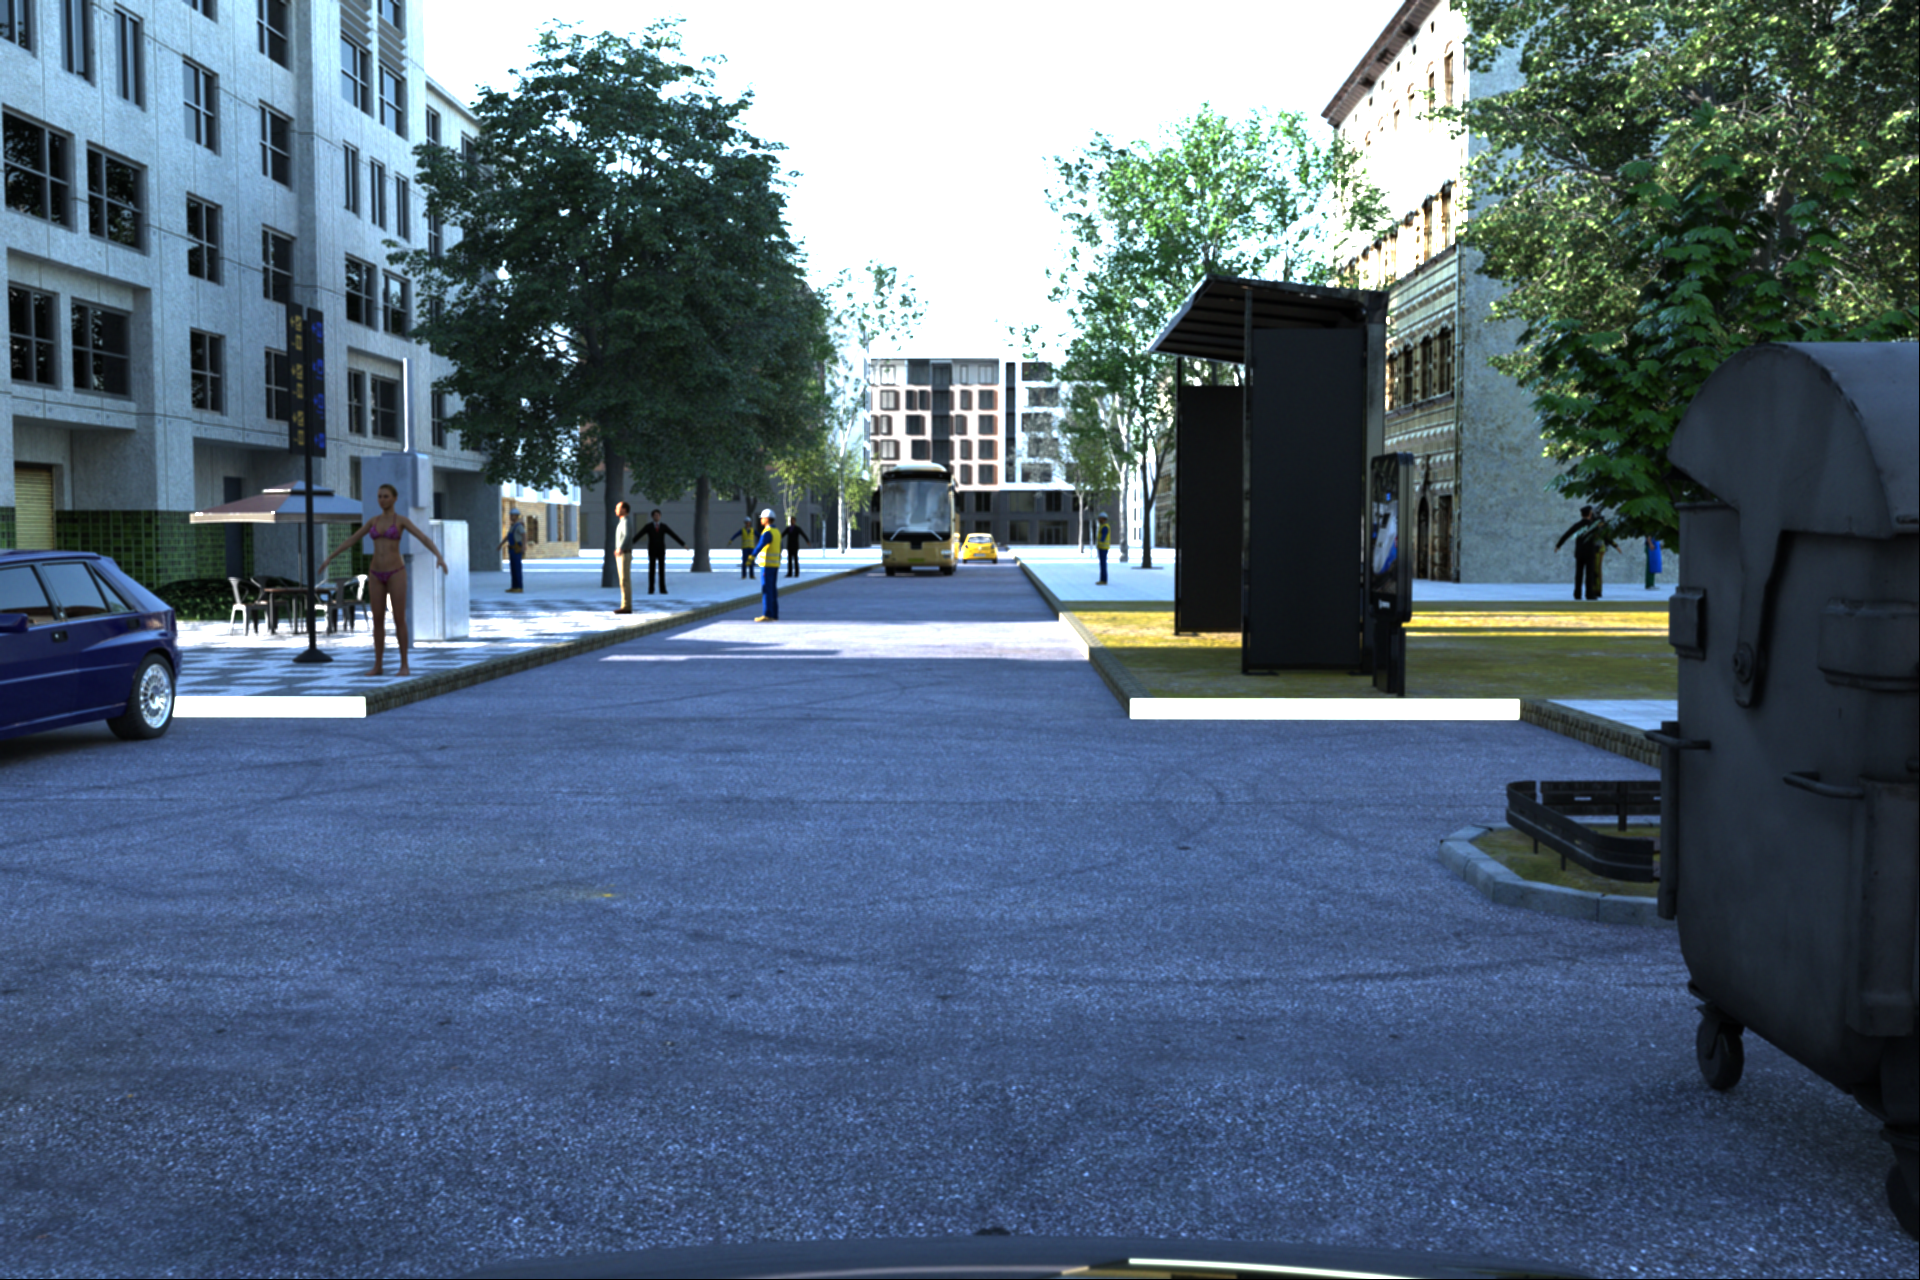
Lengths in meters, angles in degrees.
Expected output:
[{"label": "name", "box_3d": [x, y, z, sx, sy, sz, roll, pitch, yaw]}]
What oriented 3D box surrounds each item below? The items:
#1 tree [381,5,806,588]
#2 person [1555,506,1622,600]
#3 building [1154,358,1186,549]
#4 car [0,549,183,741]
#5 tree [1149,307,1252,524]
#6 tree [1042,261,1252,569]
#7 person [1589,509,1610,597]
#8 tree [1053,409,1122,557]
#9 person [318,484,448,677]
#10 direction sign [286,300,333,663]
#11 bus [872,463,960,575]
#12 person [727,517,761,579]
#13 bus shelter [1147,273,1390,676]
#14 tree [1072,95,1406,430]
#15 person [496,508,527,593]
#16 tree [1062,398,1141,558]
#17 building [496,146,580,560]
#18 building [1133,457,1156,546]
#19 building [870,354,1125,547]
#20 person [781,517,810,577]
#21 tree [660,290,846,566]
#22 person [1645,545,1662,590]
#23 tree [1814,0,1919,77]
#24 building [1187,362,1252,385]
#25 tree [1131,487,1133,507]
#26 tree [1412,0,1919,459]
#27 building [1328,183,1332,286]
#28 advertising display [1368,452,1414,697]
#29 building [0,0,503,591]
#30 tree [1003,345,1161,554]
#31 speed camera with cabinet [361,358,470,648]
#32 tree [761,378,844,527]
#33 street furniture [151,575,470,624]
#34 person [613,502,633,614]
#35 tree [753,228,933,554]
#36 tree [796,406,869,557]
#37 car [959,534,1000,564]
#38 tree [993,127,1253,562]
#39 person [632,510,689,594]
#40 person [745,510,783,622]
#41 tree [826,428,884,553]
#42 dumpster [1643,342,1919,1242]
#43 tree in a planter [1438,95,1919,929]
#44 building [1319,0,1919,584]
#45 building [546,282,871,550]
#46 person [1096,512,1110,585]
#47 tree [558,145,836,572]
[{"label": "tree", "box_3d": [-8.452, -8.247, 41.492, 9.857, 13.997, 8.962, 0, 3, 0]}, {"label": "person", "box_3d": [12.200, -1.702, 33.760, 1.347, 1.837, 0.705, 3, 5, 44]}, {"label": "building", "box_3d": [28.192, -20.165, 160.626, 19.493, 23.208, 18.063, 0, 4, 2]}, {"label": "car", "box_3d": [-6.512, 0.106, 10.846, 1.945, 1.354, 3.894, 0, 4, 2]}, {"label": "tree", "box_3d": [7.472, -6.284, 53.108, 4.737, 8.622, 4.395, 0, 3, 0]}, {"label": "tree", "box_3d": [7.100, -8.460, 64.078, 9.928, 11.665, 9.643, 0, 3, 0]}, {"label": "person", "box_3d": [12.939, -1.806, 35.296, 0.705, 1.858, 1.354, 1, 4, 11]}, {"label": "tree", "box_3d": [7.511, -9.010, 97.678, 4.360, 8.622, 3.978, 0, 3, 0]}, {"label": "person", "box_3d": [-5.193, -0.540, 15.629, 1.217, 1.733, 0.721, 0, 4, 7]}, {"label": "direction sign", "box_3d": [-6.508, -1.548, 17.311, 0.379, 3.537, 0.876, 0, 4, 1]}, {"label": "bus", "box_3d": [-1.369, -4.399, 63.473, 2.896, 3.916, 12.252, 0, 4, 1]}, {"label": "person", "box_3d": [-6.057, -2.636, 49.562, 1.216, 1.772, 0.721, -1, 4, -18]}, {"label": "bus shelter", "box_3d": [3.144, -1.679, 18.742, 1.731, 3.624, 6.357, 0, 4, 1]}, {"label": "tree", "box_3d": [6.442, -7.004, 40.266, 9.928, 11.665, 9.643, 0, 3, 0]}, {"label": "person", "box_3d": [-9.787, -1.968, 38.037, 0.705, 1.847, 1.347, -3, 5, -39]}, {"label": "tree", "box_3d": [7.554, -8.659, 91.939, 4.737, 8.622, 4.395, 0, 3, 0]}, {"label": "building", "box_3d": [-26.892, -14.037, 85.930, 16.016, 20.090, 11.380, 0, 4, 1]}, {"label": "building", "box_3d": [24.142, -15.000, 187.395, 9.099, 9.664, 28.070, 0, 4, 2]}, {"label": "building", "box_3d": [2.870, -22.184, 209.138, 32.646, 21.610, 27.936, 0, 4, 2]}, {"label": "person", "box_3d": [-4.982, -2.766, 51.453, 1.346, 1.802, 0.704, 2, 4, 28]}, {"label": "tree", "box_3d": [-8.351, -8.781, 69.325, 9.928, 11.665, 9.643, 0, 3, 0]}, {"label": "person", "box_3d": [15.958, -2.063, 39.863, 0.704, 1.817, 1.347, 2, 4, 30]}, {"label": "tree", "box_3d": [9.668, -4.681, 10.943, 7.601, 10.594, 8.767, -2, 4, -34]}, {"label": "building", "box_3d": [24.253, -17.723, 146.184, 16.016, 20.090, 11.380, 0, 4, 1]}, {"label": "tree", "box_3d": [22.502, -15.692, 206.921, 4.737, 8.622, 4.395, 0, 3, 0]}, {"label": "tree", "box_3d": [12.210, -7.328, 26.464, 9.857, 13.997, 8.962, 0, 3, 0]}, {"label": "building", "box_3d": [24.366, -14.269, 89.725, 16.016, 20.090, 11.380, 0, 4, 1]}, {"label": "advertising display", "box_3d": [3.485, -0.540, 14.035, 0.123, 1.923, 0.974, 0, 4, 0]}, {"label": "building", "box_3d": [-24.558, -10.858, 43.986, 16.747, 18.905, 31.486, 0, 4, 1]}, {"label": "tree", "box_3d": [7.938, -12.298, 111.441, 12.009, 13.543, 11.850, 0, 3, 0]}, {"label": "speed camera with cabinet", "box_3d": [-6.373, -1.589, 20.316, 0.660, 3.252, 2.038, 0, 4, 2]}, {"label": "tree", "box_3d": [-7.499, -7.847, 78.654, 4.737, 8.622, 4.395, 0, 3, 0]}, {"label": "street furniture", "box_3d": [-11.349, -0.870, 29.846, 5.734, 0.657, 10.072, -1, 4, -18]}, {"label": "person", "box_3d": [-5.422, -1.320, 27.846, 0.705, 1.796, 1.348, -1, 4, -12]}, {"label": "tree", "box_3d": [-8.799, -15.479, 108.965, 12.611, 20.169, 13.585, 0, 3, 0]}, {"label": "tree", "box_3d": [-7.840, -8.965, 96.944, 4.360, 8.622, 3.978, 0, 3, 0]}, {"label": "car", "box_3d": [0.961, -4.535, 84.379, 2.015, 1.641, 3.980, 0, 4, 0]}, {"label": "tree", "box_3d": [7.890, -13.676, 79.494, 12.611, 20.169, 13.585, 0, 3, 0]}, {"label": "person", "box_3d": [-6.493, -1.892, 37.117, 1.347, 1.806, 0.705, -1, 4, -20]}, {"label": "person", "box_3d": [-3.166, -1.226, 28.469, 0.705, 1.833, 1.349, 1, 4, 16]}, {"label": "tree", "box_3d": [-7.421, -10.360, 119.746, 4.737, 8.622, 4.395, 0, 3, 0]}, {"label": "dumpster", "box_3d": [2.666, 0.262, 3.930, 1.865, 1.857, 1.264, 0, 4, 1]}, {"label": "tree in a planter", "box_3d": [3.083, -0.604, 7.097, 1.991, 3.239, 1.994, 0, 4, 2]}, {"label": "building", "box_3d": [22.375, -13.585, 53.052, 19.493, 23.208, 18.063, 0, 4, 2]}, {"label": "building", "box_3d": [-22.836, -19.100, 156.262, 27.936, 21.610, 32.646, 0, 4, 0]}, {"label": "person", "box_3d": [3.602, -2.325, 43.986, 0.705, 1.833, 1.349, 0, 4, 4]}, {"label": "tree", "box_3d": [-8.758, -9.275, 58.302, 9.857, 13.997, 8.962, 0, 3, 0]}]
